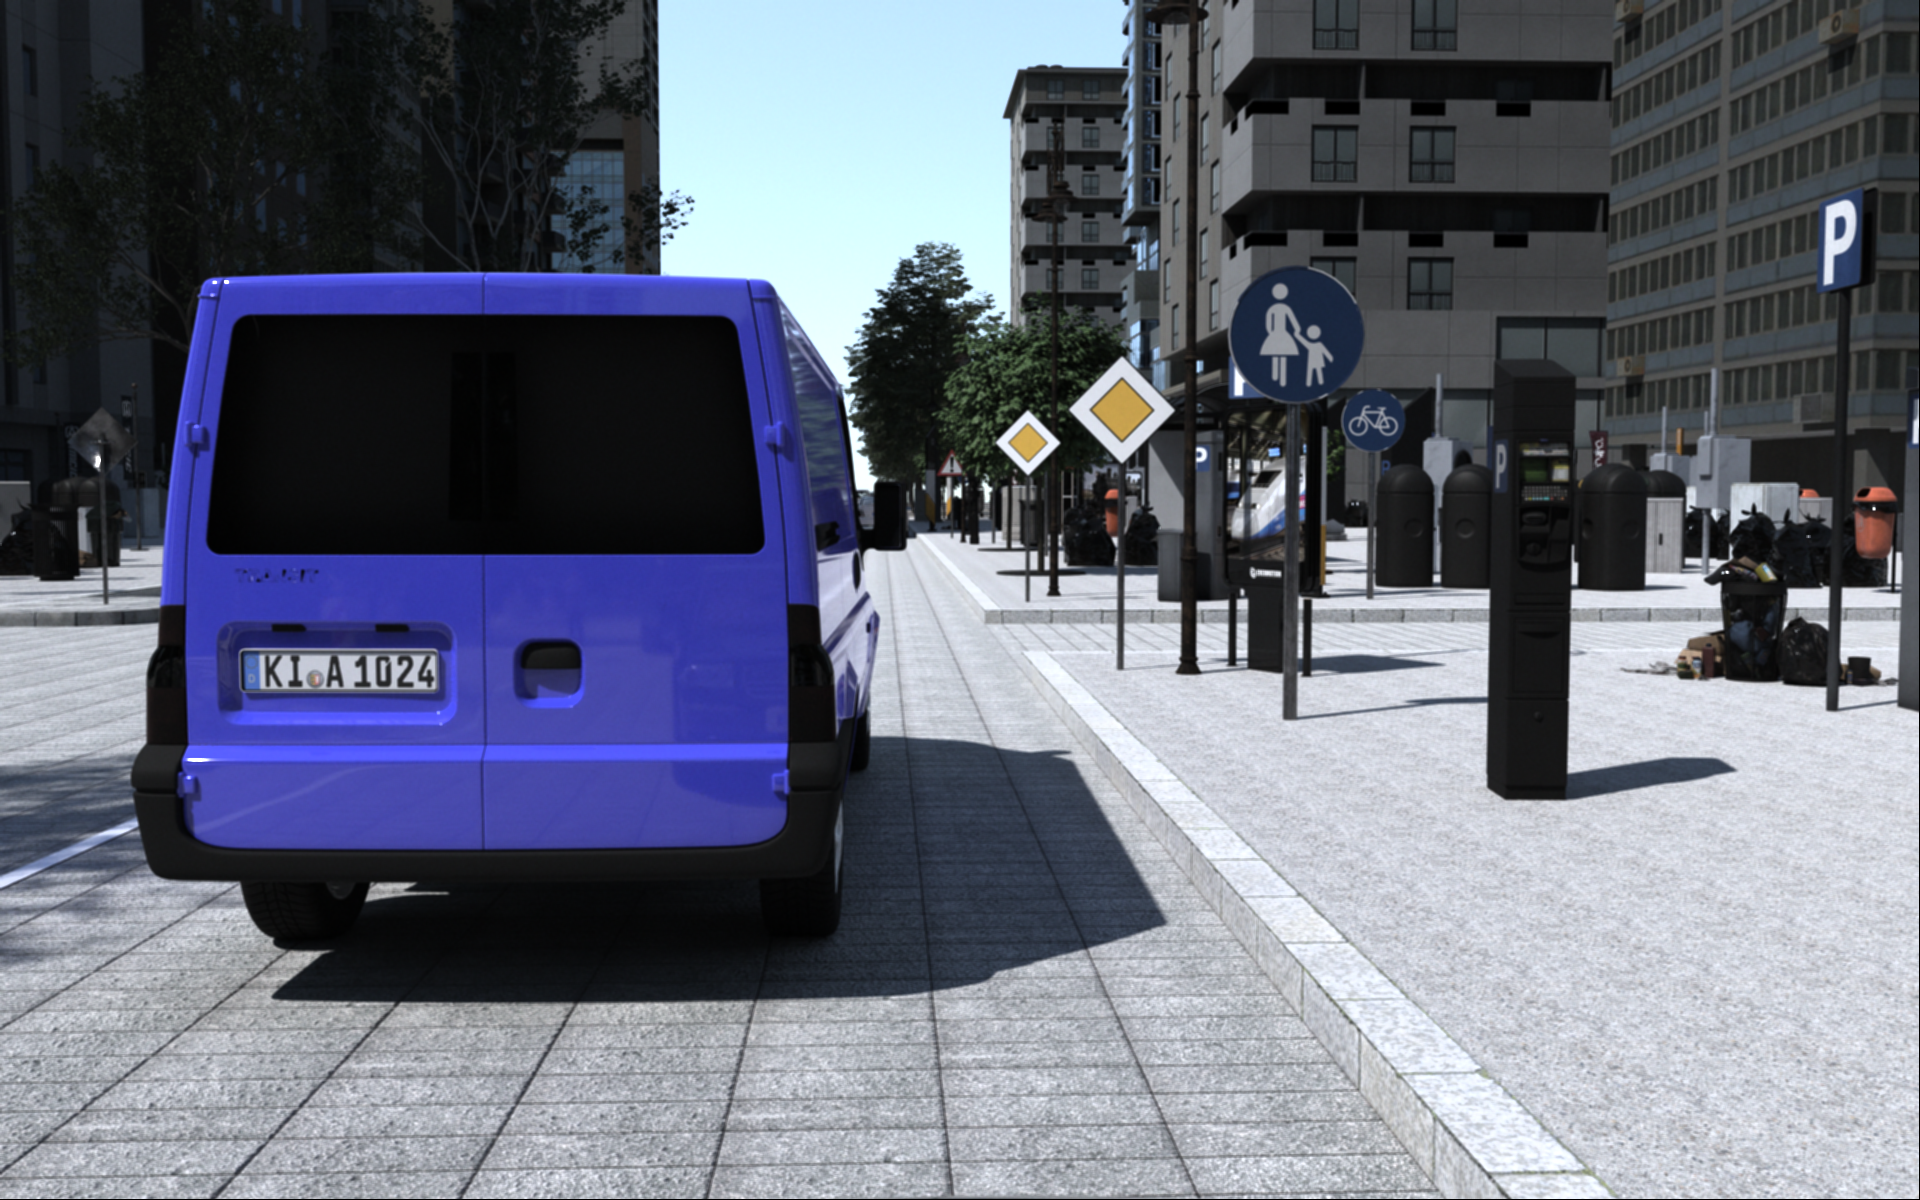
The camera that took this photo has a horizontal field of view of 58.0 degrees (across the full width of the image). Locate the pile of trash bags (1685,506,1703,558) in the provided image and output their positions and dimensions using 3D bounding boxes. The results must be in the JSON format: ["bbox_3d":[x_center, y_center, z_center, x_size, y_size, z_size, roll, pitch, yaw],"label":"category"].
[{"bbox_3d":[15.594,-1.478,33.913,1.912,1.369,3.447,-1,4,-11],"label":"pile of trash bags"}]

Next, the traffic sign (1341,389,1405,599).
[{"bbox_3d":[5.005,-1.282,21.061,0.768,2.556,0.104,0,4,2],"label":"traffic sign"}]

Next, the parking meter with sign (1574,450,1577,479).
[{"bbox_3d":[23.276,-4.389,68.025,1.738,3.016,0.543,1,4,17],"label":"parking meter with sign"}]

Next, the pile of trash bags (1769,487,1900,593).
[{"bbox_3d":[11.928,-0.862,23.847,1.912,1.369,3.447,0,4,2],"label":"pile of trash bags"}]

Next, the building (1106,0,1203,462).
[{"bbox_3d":[21.706,-50.702,141.642,22.319,86.520,31.000,0,4,-3],"label":"building"}]

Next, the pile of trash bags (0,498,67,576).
[{"bbox_3d":[-15.274,-1.062,27.112,1.912,1.369,3.447,-1,4,-10],"label":"pile of trash bags"}]

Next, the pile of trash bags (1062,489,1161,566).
[{"bbox_3d":[2.863,-1.375,32.241,1.912,1.369,3.447,0,4,5],"label":"pile of trash bags"}]

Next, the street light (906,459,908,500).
[{"bbox_3d":[-3.346,-9.122,121.940,0.468,5.910,1.993,0,4,-3],"label":"street light"}]

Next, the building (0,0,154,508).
[{"bbox_3d":[-38.203,-30.755,44.851,21.231,58.520,28.212,0,4,-3],"label":"building"}]

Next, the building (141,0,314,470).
[{"bbox_3d":[-37.308,-25.955,74.477,14.600,45.320,14.200,0,4,-3],"label":"building"}]

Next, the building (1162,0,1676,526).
[{"bbox_3d":[24.982,-30.158,82.325,28.713,52.752,27.495,0,4,-3],"label":"building"}]

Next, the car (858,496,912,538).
[{"bbox_3d":[-2.647,-2.788,57.946,2.083,1.381,4.827,0,4,-2],"label":"car"}]

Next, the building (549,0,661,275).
[{"bbox_3d":[-45.775,-47.491,214.725,20.563,71.187,20.611,0,4,-3],"label":"building"}]

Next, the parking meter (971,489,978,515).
[{"bbox_3d":[0.789,-5.148,92.585,0.372,1.533,0.369,0,3,0],"label":"parking meter"}]

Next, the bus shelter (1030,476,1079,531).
[{"bbox_3d":[3.322,-4.961,58.745,2.179,5.291,8.768,0,4,-2],"label":"bus shelter"}]

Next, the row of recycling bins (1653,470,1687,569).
[{"bbox_3d":[12.025,-1.468,31.109,1.069,1.692,3.534,0,4,0],"label":"row of recycling bins"}]

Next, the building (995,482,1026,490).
[{"bbox_3d":[19.110,-24.238,241.333,27.650,21.520,28.899,0,4,-3],"label":"building"}]

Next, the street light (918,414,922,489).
[{"bbox_3d":[-2.085,-7.429,94.250,0.468,5.910,1.993,0,4,-3],"label":"street light"}]

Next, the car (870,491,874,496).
[{"bbox_3d":[-11.788,-14.320,242.806,2.281,1.827,5.304,0,4,-1],"label":"car"}]

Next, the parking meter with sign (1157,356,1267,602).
[{"bbox_3d":[3.072,-1.521,21.137,0.543,3.016,1.738,3,5,41],"label":"parking meter with sign"}]

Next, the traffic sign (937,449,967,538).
[{"bbox_3d":[-0.232,-3.072,50.230,0.884,2.594,0.081,0,4,2],"label":"traffic sign"}]

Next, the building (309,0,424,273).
[{"bbox_3d":[-46.595,-25.277,105.168,32.217,40.220,23.993,0,4,-3],"label":"building"}]

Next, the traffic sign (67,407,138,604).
[{"bbox_3d":[-9.931,-1.006,20.087,0.795,2.450,0.064,0,4,-3],"label":"traffic sign"}]

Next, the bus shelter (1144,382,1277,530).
[{"bbox_3d":[4.793,-2.455,34.059,2.014,3.302,5.546,0,4,-3],"label":"bus shelter"}]

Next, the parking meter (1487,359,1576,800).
[{"bbox_3d":[2.418,-0.100,7.346,0.255,1.863,0.399,0,4,3],"label":"parking meter"}]

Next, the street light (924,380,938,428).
[{"bbox_3d":[-1.120,-5.956,70.162,0.468,5.910,1.993,0,4,-3],"label":"street light"}]

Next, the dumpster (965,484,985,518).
[{"bbox_3d":[0.746,-5.479,95.348,1.264,1.857,1.865,0,4,-3],"label":"dumpster"}]

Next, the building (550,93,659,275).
[{"bbox_3d":[-42.241,-33.506,197.938,14.600,45.320,14.200,0,4,-3],"label":"building"}]

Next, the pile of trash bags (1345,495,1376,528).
[{"bbox_3d":[14.510,-3.474,66.550,1.912,1.369,3.447,3,5,42],"label":"pile of trash bags"}]

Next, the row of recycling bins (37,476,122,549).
[{"bbox_3d":[-21.075,-2.093,41.332,3.534,1.692,1.069,3,5,44],"label":"row of recycling bins"}]

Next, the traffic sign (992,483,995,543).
[{"bbox_3d":[0.878,-2.752,45.108,0.768,2.556,0.104,0,4,7],"label":"traffic sign"}]

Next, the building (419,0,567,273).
[{"bbox_3d":[-42.345,-29.175,131.631,22.147,44.769,28.867,0,4,-3],"label":"building"}]

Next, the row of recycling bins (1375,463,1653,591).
[{"bbox_3d":[7.462,-1.008,23.599,3.534,1.692,1.069,1,4,18],"label":"row of recycling bins"}]

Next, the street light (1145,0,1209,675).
[{"bbox_3d":[1.633,-2.410,12.199,0.468,5.910,1.993,0,4,-3],"label":"street light"}]

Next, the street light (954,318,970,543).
[{"bbox_3d":[0.086,-4.462,45.747,0.468,5.910,1.993,0,4,-3],"label":"street light"}]

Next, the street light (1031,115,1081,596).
[{"bbox_3d":[1.184,-2.989,21.665,0.468,5.910,1.993,0,4,-3],"label":"street light"}]

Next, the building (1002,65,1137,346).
[{"bbox_3d":[20.449,-38.086,211.951,28.713,52.752,27.495,0,4,-3],"label":"building"}]

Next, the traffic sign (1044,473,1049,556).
[{"bbox_3d":[1.786,-2.178,35.723,0.768,2.556,0.104,0,4,1],"label":"traffic sign"}]

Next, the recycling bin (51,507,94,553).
[{"bbox_3d":[-16.847,-1.253,33.039,0.722,1.027,0.722,0,4,-5],"label":"recycling bin"}]

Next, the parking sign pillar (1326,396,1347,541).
[{"bbox_3d":[9.907,-3.611,47.512,1.447,3.967,1.447,-1,4,-22],"label":"parking sign pillar"}]

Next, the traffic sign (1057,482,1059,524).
[{"bbox_3d":[2.061,-2.249,36.770,0.884,2.594,0.081,0,4,4],"label":"traffic sign"}]

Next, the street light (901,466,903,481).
[{"bbox_3d":[-5.679,-12.148,171.412,0.468,5.910,1.993,0,4,-3],"label":"street light"}]

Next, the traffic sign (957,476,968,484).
[{"bbox_3d":[0.231,-5.208,85.256,0.768,2.556,0.104,0,4,2],"label":"traffic sign"}]

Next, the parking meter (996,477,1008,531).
[{"bbox_3d":[1.478,-3.364,60.714,0.399,1.863,0.255,0,4,4],"label":"parking meter"}]

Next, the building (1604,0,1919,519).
[{"bbox_3d":[34.659,-21.933,50.488,23.993,40.220,32.217,0,4,-3],"label":"building"}]

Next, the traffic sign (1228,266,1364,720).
[{"bbox_3d":[1.878,-0.592,9.783,0.768,2.556,0.104,0,4,-2],"label":"traffic sign"}]

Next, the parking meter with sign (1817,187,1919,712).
[{"bbox_3d":[5.988,-0.848,10.130,1.738,3.016,0.543,0,4,2],"label":"parking meter with sign"}]

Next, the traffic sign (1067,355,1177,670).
[{"bbox_3d":[1.167,-0.547,12.579,0.795,2.450,0.064,0,4,-3],"label":"traffic sign"}]

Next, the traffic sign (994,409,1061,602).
[{"bbox_3d":[0.803,-1.034,20.556,0.795,2.450,0.064,0,4,-3],"label":"traffic sign"}]

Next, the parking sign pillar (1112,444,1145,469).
[{"bbox_3d":[6.621,-4.872,68.130,1.447,3.967,1.447,0,4,-4],"label":"parking sign pillar"}]

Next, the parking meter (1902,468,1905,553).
[{"bbox_3d":[18.310,-1.681,33.201,0.399,1.863,0.255,2,4,32],"label":"parking meter"}]

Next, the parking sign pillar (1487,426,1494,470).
[{"bbox_3d":[15.418,-3.695,48.882,1.447,3.967,1.447,-1,4,-17],"label":"parking sign pillar"}]

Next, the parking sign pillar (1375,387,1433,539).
[{"bbox_3d":[11.171,-3.358,43.382,1.447,3.967,1.447,-2,4,-27],"label":"parking sign pillar"}]
